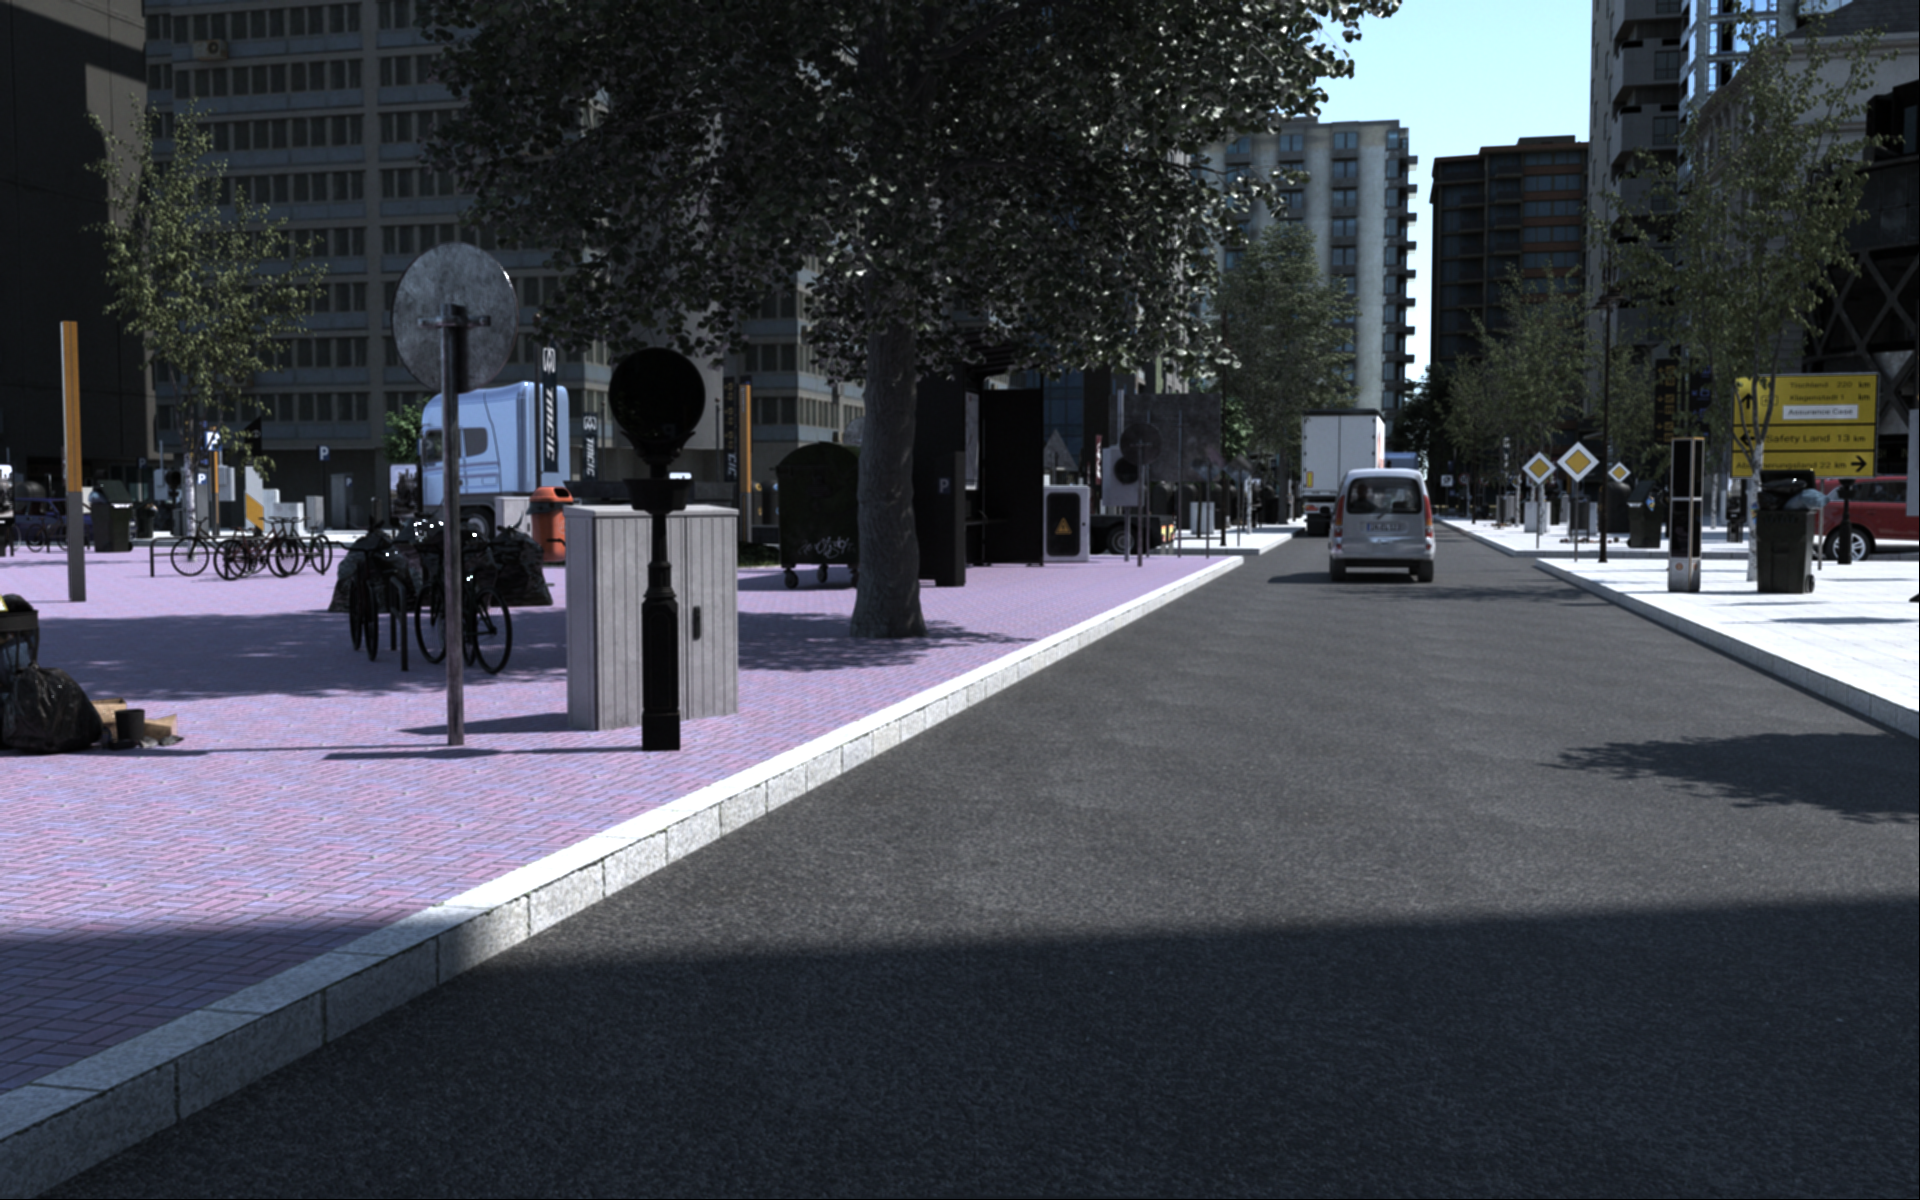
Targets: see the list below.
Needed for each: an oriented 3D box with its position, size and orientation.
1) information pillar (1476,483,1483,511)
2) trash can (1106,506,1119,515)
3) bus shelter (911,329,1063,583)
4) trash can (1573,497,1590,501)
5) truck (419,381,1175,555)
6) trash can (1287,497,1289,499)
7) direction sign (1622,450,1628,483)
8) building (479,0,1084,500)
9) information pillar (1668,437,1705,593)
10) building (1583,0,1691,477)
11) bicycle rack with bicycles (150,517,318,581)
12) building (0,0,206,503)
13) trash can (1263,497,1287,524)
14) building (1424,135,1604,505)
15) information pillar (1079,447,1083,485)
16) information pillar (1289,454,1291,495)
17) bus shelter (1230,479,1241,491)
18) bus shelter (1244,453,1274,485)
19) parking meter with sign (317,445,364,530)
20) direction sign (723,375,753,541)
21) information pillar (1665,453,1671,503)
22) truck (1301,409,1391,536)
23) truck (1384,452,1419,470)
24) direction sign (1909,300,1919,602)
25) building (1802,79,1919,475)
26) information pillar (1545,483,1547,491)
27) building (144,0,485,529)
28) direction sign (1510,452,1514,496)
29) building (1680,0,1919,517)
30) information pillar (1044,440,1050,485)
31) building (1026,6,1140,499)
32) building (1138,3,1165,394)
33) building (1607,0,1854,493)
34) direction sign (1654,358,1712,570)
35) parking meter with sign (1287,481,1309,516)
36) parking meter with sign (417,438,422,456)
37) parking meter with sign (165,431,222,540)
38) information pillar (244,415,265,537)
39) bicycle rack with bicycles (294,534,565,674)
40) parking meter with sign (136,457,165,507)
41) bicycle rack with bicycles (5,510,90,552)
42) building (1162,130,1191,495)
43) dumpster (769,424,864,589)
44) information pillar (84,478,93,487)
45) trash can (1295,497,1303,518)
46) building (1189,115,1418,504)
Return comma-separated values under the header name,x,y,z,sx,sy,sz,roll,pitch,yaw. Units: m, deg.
name,x,y,z,sx,sy,sz,roll,pitch,yaw
information pillar,33.212,-6.500,110.761,0.304,2.012,0.304,-2,4,-24
trash can,6.807,-4.016,77.311,0.748,1.137,0.748,0,3,0
bus shelter,0.291,-2.239,27.893,1.731,3.624,6.357,1,4,14
trash can,27.819,-4.032,77.571,0.748,1.137,0.748,0,3,0
truck,-4.458,-3.124,40.829,18.799,4.110,2.967,1,4,14
trash can,14.723,-4.154,79.567,0.748,1.137,0.748,0,3,0
direction sign,33.825,-5.884,88.192,0.379,3.537,0.876,3,4,39
building,-9.015,-25.444,107.894,32.217,40.220,23.993,1,4,13
information pillar,9.477,-1.108,22.613,0.304,2.012,0.304,-3,5,-42
building,71.102,-34.488,153.111,28.713,52.752,27.495,1,4,13
bicycle rack with bicycles,-11.096,-0.842,27.152,2.852,0.926,2.925,2,4,31
building,-51.053,-27.990,81.345,21.600,48.544,21.300,1,4,13
trash can,13.443,-3.855,74.685,0.748,1.137,0.748,0,3,0
building,71.364,-34.262,214.808,28.867,44.769,22.147,1,4,13
information pillar,6.088,-5.866,87.262,0.183,3.616,0.504,-1,4,-14
information pillar,18.601,-6.502,97.666,0.183,3.616,0.504,1,4,14
bus shelter,12.732,-5.745,85.212,1.731,3.624,6.357,1,4,14
bus shelter,17.613,-6.838,103.079,1.731,3.624,6.357,1,4,14
parking meter with sign,-22.121,-4.019,61.966,1.738,3.016,0.543,2,4,24
direction sign,-4.267,-2.527,33.317,0.379,3.537,0.876,-3,5,-45
information pillar,36.004,-5.913,88.039,0.183,3.616,0.504,0,4,3
truck,13.969,-4.498,62.457,2.839,4.237,11.283,1,4,15
truck,26.773,-7.083,105.564,2.967,4.110,18.799,1,4,14
direction sign,11.504,-1.743,20.492,0.876,3.537,0.379,-2,4,-34
building,46.088,-12.759,76.060,16.820,18.784,16.811,1,4,13
information pillar,30.750,-5.257,90.440,0.304,2.012,0.304,0,4,4
building,-16.860,-23.314,73.065,32.217,40.220,23.993,1,4,13
direction sign,29.460,-6.148,92.512,0.379,3.537,0.876,2,4,28
building,49.182,-18.911,96.578,14.401,28.519,23.554,1,4,13
information pillar,3.671,-5.060,74.086,0.183,3.616,0.504,2,4,35
building,5.283,-29.139,126.532,14.600,45.320,14.200,1,4,13
building,8.714,-27.936,140.352,14.154,41.232,14.086,1,4,13
building,60.955,-49.652,124.488,22.319,86.520,31.000,1,4,13
direction sign,12.066,-2.261,28.971,0.876,3.537,0.379,1,4,18
parking meter with sign,19.068,-6.279,98.928,1.738,3.016,0.543,2,4,24
parking meter with sign,-16.561,-3.496,53.427,0.543,3.016,1.738,-1,4,-10
parking meter with sign,-21.430,-3.197,48.525,1.738,3.016,0.543,2,4,32
information pillar,-20.967,-3.676,51.459,0.504,3.616,0.183,-2,4,-30
bicycle rack with bicycles,-3.582,-0.006,13.475,2.852,0.926,2.925,-1,4,-19
parking meter with sign,-38.176,-5.259,82.247,1.738,3.016,0.543,1,4,19
bicycle rack with bicycles,-21.042,-1.551,38.737,2.852,0.926,2.925,0,4,1
building,11.490,-44.775,170.321,20.611,71.187,20.563,1,4,13
dumpster,-1.676,-1.322,24.113,1.502,2.255,1.985,1,4,13
information pillar,-40.069,-4.597,79.652,0.304,2.012,0.304,-3,5,-39
trash can,18.002,-4.949,92.566,0.748,1.137,0.748,0,3,0
building,42.721,-36.874,222.504,30.456,49.044,23.786,1,4,13
